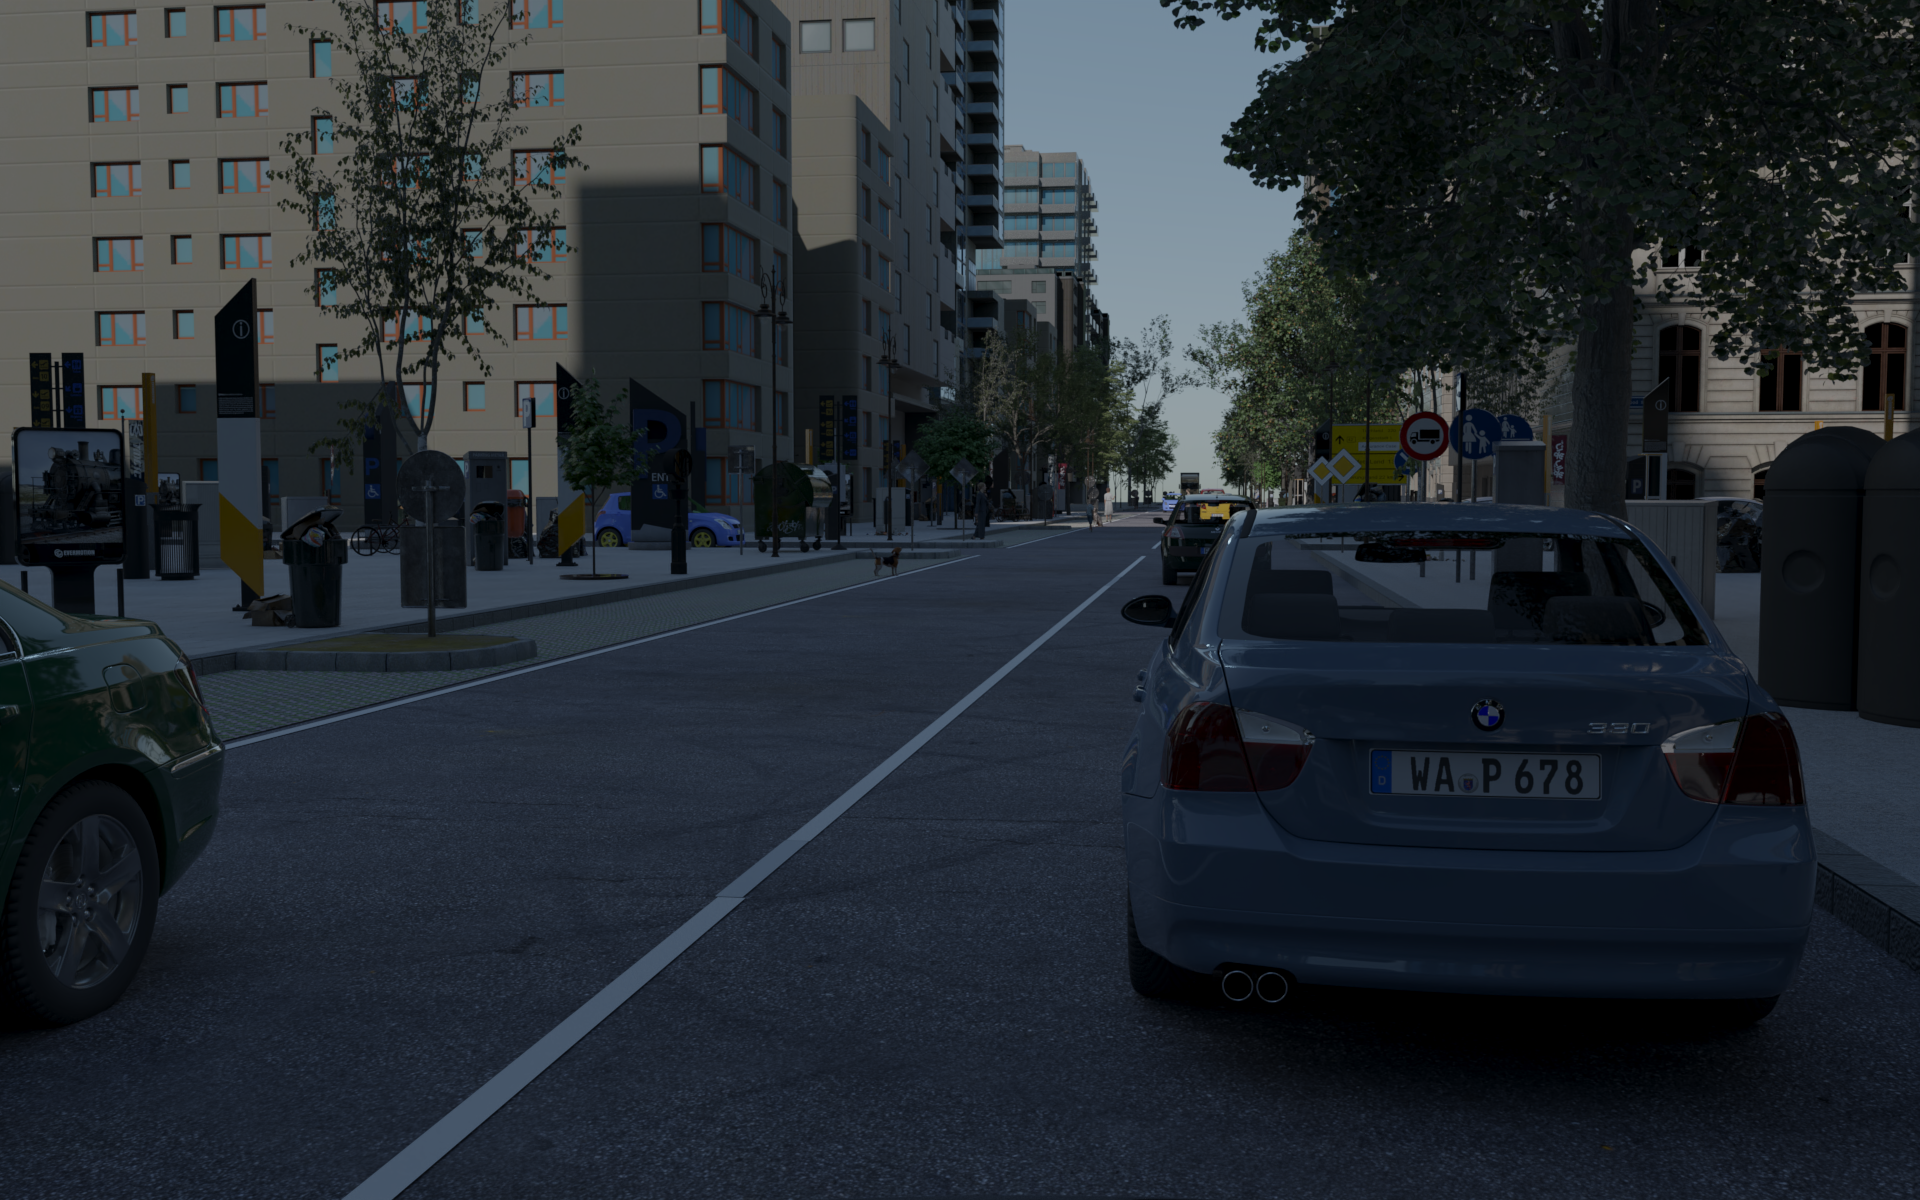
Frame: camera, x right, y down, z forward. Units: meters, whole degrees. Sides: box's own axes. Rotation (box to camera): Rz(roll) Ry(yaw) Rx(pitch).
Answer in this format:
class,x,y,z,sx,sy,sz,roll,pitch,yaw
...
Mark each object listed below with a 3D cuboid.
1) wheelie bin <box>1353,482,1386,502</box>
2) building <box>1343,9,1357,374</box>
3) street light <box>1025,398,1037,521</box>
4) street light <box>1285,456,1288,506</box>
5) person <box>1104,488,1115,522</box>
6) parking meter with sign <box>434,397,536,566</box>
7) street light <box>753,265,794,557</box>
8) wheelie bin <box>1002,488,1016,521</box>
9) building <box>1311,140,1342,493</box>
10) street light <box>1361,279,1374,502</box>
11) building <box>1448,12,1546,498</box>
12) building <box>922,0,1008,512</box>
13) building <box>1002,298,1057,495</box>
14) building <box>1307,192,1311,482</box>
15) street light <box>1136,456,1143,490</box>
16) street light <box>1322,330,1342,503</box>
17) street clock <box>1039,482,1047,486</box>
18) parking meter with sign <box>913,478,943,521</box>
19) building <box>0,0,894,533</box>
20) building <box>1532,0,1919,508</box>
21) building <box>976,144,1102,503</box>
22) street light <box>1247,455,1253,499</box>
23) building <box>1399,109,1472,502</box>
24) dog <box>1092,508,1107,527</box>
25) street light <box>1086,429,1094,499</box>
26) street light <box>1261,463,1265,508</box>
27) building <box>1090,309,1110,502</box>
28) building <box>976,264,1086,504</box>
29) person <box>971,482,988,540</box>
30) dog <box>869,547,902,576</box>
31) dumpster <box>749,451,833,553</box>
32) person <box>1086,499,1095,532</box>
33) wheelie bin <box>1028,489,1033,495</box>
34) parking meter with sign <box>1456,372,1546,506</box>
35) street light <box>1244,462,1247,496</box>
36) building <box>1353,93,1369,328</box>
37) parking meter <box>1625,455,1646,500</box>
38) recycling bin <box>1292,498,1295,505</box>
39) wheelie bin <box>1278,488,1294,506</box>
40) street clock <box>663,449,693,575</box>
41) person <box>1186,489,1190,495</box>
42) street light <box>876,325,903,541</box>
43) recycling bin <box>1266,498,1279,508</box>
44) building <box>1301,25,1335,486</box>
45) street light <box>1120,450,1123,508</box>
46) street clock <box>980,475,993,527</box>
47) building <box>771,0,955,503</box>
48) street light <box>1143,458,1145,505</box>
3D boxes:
class,x,y,z,sx,sy,sz,roll,pitch,yaw
wheelie bin,11.117,-2.386,46.920,0.980,1.594,0.693,-3,5,-42
building,48.231,-38.375,169.435,21.231,58.520,28.212,1,4,8
street light,3.427,-6.761,83.333,0.468,5.910,1.993,1,4,8
street light,15.817,-6.790,83.803,0.468,5.910,1.993,1,4,8
person,7.591,-4.819,87.853,0.480,1.755,0.524,1,4,22
parking meter with sign,-8.512,-2.125,31.008,1.738,3.016,0.543,-2,4,-30
street light,-3.760,-3.810,35.079,0.468,5.910,1.993,1,4,8
wheelie bin,2.368,-4.649,83.921,0.693,1.594,0.980,0,4,-6
building,51.185,-34.665,216.880,14.600,45.320,14.200,1,4,8
street light,8.795,-3.947,37.328,0.468,5.910,1.993,1,4,8
building,31.690,-17.562,80.646,14.314,27.812,24.014,1,4,8
building,-7.072,-50.476,137.948,22.319,86.520,31.000,1,4,8
building,-5.621,-19.872,169.941,27.650,21.520,28.899,1,4,8
building,59.268,-37.853,238.497,23.786,49.044,30.456,1,4,8
street light,19.808,-13.485,193.261,0.468,5.910,1.993,1,4,8
street light,10.489,-4.659,48.968,0.468,5.910,1.993,1,4,8
street clock,4.787,-5.827,99.837,0.471,2.002,0.358,-2,4,-26
parking meter with sign,-1.530,-5.387,84.335,1.738,3.016,0.543,2,4,34
building,-18.980,-13.864,71.718,27.650,21.520,28.899,1,4,8
building,37.596,-14.488,55.970,34.723,24.649,14.460,1,4,8
building,7.829,-38.200,244.177,23.786,49.044,30.456,1,4,8
street light,27.078,-11.473,160.373,0.468,5.910,1.993,1,4,8
building,33.769,-18.844,105.356,12.463,27.353,25.104,1,4,8
dog,6.162,-3.631,76.207,0.800,0.831,0.513,0,4,4
street light,9.458,-9.206,123.307,0.468,5.910,1.993,1,4,8
street light,21.918,-9.358,125.794,0.468,5.910,1.993,1,4,8
building,15.590,-30.281,266.797,14.160,30.474,14.107,1,4,8
building,8.614,-27.550,222.140,14.160,30.474,14.107,1,4,8
person,0.584,-2.566,50.878,0.534,1.772,0.576,0,4,-7
dog,-1.286,-0.666,30.177,0.406,0.507,0.540,1,4,21
dumpster,-3.776,-2.209,38.619,1.502,2.255,1.985,1,4,8
person,4.895,-3.167,64.963,0.352,1.250,0.332,0,4,-5
wheelie bin,4.849,-6.471,113.708,0.980,1.594,0.693,-2,4,-24
parking meter with sign,8.025,-1.748,24.842,1.738,3.016,0.543,1,4,10
street light,32.335,-13.609,195.287,0.468,5.910,1.993,1,4,8
building,41.031,-28.502,149.606,14.154,41.232,14.086,1,4,8
parking meter,10.045,-1.241,26.007,0.399,1.863,0.255,-2,4,-24
recycling bin,20.377,-5.735,106.317,0.722,1.027,0.722,-2,4,-35
wheelie bin,18.080,-5.397,96.143,0.693,1.594,0.980,-3,4,-37
street clock,-4.499,-1.413,27.666,0.358,2.002,0.471,2,4,32
person,14.609,-6.266,111.291,0.374,1.781,0.599,0,4,-6
street light,-1.936,-4.580,47.669,0.468,5.910,1.993,1,4,8
recycling bin,18.636,-5.528,102.940,0.722,1.027,0.722,0,4,-3
building,60.803,-50.488,263.728,20.563,71.187,20.611,1,4,8
street light,14.742,-11.369,158.668,0.468,5.910,1.993,1,4,8
street clock,1.034,-3.836,67.284,0.471,2.002,0.358,-3,5,-40
building,-15.183,-31.824,109.557,28.713,52.752,27.495,1,4,8
street light,21.847,-14.257,205.890,0.468,5.910,1.993,1,4,8
